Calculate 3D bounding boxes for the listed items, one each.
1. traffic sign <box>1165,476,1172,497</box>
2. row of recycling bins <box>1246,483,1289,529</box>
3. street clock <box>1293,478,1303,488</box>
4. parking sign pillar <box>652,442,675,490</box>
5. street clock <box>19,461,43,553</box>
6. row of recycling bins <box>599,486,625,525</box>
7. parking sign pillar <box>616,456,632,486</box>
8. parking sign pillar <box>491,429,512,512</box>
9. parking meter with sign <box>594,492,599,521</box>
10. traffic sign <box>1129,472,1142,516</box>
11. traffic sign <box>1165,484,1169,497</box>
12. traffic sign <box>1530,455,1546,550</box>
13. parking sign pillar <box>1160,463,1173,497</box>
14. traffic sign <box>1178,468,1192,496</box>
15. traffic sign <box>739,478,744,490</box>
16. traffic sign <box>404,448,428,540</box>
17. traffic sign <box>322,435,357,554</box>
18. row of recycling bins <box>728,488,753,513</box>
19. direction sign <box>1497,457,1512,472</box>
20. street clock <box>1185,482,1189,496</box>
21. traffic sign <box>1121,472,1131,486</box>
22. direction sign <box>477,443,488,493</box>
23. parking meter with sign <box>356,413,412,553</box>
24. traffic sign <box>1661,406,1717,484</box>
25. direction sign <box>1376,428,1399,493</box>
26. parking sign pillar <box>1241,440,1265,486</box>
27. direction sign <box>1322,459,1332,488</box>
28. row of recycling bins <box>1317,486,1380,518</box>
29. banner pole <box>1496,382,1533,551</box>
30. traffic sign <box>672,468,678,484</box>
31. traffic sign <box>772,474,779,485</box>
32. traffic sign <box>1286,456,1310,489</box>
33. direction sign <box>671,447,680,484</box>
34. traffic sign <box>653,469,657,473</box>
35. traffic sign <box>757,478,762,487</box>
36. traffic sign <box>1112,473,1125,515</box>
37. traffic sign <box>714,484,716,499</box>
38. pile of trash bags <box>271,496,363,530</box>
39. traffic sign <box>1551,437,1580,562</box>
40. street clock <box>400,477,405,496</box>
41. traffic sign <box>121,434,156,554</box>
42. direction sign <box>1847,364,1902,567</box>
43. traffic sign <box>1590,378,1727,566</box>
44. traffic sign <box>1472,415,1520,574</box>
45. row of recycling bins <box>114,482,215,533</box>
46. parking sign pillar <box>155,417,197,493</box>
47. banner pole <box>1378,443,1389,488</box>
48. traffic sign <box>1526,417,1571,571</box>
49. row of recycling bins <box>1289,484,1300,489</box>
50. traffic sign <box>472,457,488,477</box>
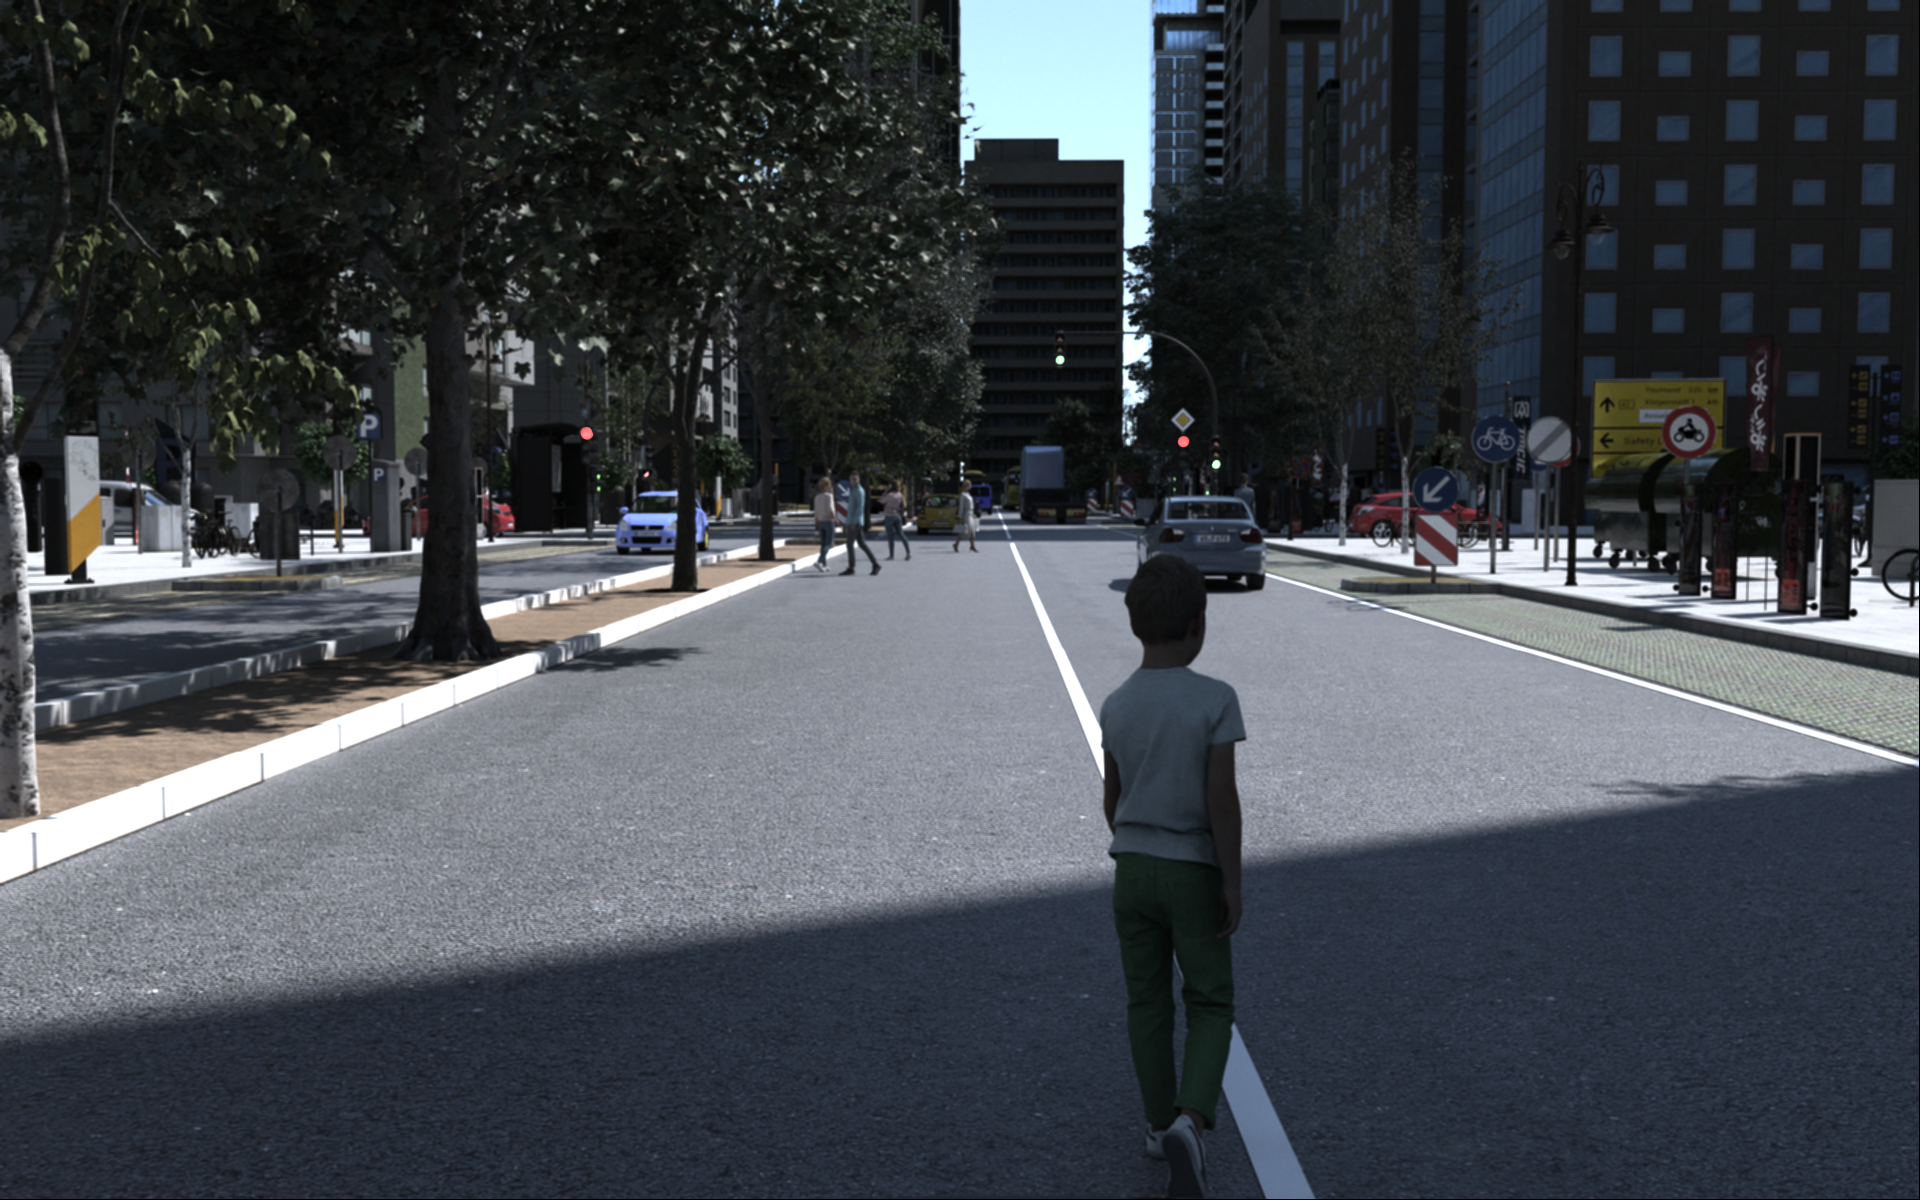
[{"bbox_3d":[12.973,-6.529,106.854,0.768,2.556,0.104,0,4,1],"label":"traffic sign"},{"bbox_3d":[11.481,-3.531,64.852,1.069,1.692,3.534,0,4,4],"label":"row of recycling bins"},{"bbox_3d":[14.938,-4.424,76.894,0.471,2.002,0.358,2,4,33],"label":"street clock"},{"bbox_3d":[-15.338,-6.161,89.204,1.447,3.967,1.447,1,4,15],"label":"parking sign pillar"},{"bbox_3d":[-20.390,-2.049,38.067,0.471,2.002,0.358,-2,4,-27],"label":"street clock"},{"bbox_3d":[-14.679,-4.048,73.294,1.069,1.692,3.534,-1,4,-15],"label":"row of recycling bins"},{"bbox_3d":[-22.558,-7.834,116.563,1.447,3.967,1.447,2,4,27],"label":"parking sign pillar"},{"bbox_3d":[-18.752,-5.033,70.760,1.447,3.967,1.447,-2,4,-35],"label":"parking sign pillar"},{"bbox_3d":[-17.564,-5.256,82.195,0.543,3.016,1.738,3,5,44],"label":"parking meter with sign"},{"bbox_3d":[10.165,-6.112,100.036,0.768,2.556,0.104,1,4,11],"label":"traffic sign"},{"bbox_3d":[13.687,-6.950,113.643,0.884,2.594,0.081,0,4,4],"label":"traffic sign"},{"bbox_3d":[13.176,-2.411,39.525,0.768,2.556,0.104,0,4,2],"label":"traffic sign"},{"bbox_3d":[14.676,-8.122,121.264,1.447,3.967,1.447,3,5,43],"label":"parking sign pillar"},{"bbox_3d":[10.880,-5.140,84.143,0.768,2.556,0.104,1,4,8],"label":"traffic sign"},{"bbox_3d":[-14.224,-6.709,111.829,0.606,2.300,0.079,0,4,5],"label":"traffic sign"},{"bbox_3d":[-14.991,-2.923,47.892,0.768,2.556,0.104,0,4,4],"label":"traffic sign"},{"bbox_3d":[-13.364,-2.275,37.296,0.768,2.556,0.104,0,4,6],"label":"traffic sign"},{"bbox_3d":[-14.620,-6.656,115.931,1.069,1.692,3.534,1,4,11],"label":"row of recycling bins"},{"bbox_3d":[19.553,-4.294,62.199,0.876,3.537,0.379,-1,4,-17],"label":"direction sign"},{"bbox_3d":[11.102,-4.916,84.954,0.471,2.002,0.358,2,4,34],"label":"street clock"},{"bbox_3d":[9.868,-6.230,101.969,0.768,2.556,0.104,1,4,10],"label":"traffic sign"},{"bbox_3d":[-21.276,-5.227,77.452,0.876,3.537,0.379,2,4,33],"label":"direction sign"},{"bbox_3d":[-12.674,-2.570,38.280,0.543,3.016,1.738,0,4,5],"label":"parking meter with sign"},{"bbox_3d":[10.504,-1.525,25.043,0.768,2.556,0.104,0,4,5],"label":"traffic sign"},{"bbox_3d":[14.652,-4.126,59.449,0.379,3.537,0.876,-3,5,-44],"label":"direction sign"},{"bbox_3d":[13.884,-5.740,82.319,1.447,3.967,1.447,-3,4,-36],"label":"parking sign pillar"},{"bbox_3d":[23.923,-7.420,113.310,0.876,3.537,0.379,-1,4,-21],"label":"direction sign"},{"bbox_3d":[20.352,-5.148,91.281,3.534,1.692,1.069,2,4,27],"label":"row of recycling bins"},{"bbox_3d":[12.437,-2.986,38.830,0.863,3.779,0.401,-1,4,-14],"label":"banner pole"},{"bbox_3d":[-13.719,-5.159,84.450,0.768,2.556,0.104,1,4,10],"label":"traffic sign"},{"bbox_3d":[-11.895,-6.723,110.020,0.768,2.556,0.104,0,4,3],"label":"traffic sign"},{"bbox_3d":[11.132,-3.488,57.134,0.768,2.556,0.104,0,4,4],"label":"traffic sign"},{"bbox_3d":[-13.563,-5.602,83.590,0.876,3.537,0.379,-3,5,-41],"label":"direction sign"},{"bbox_3d":[-14.818,-5.046,82.613,0.768,2.556,0.104,0,4,6],"label":"traffic sign"},{"bbox_3d":[-14.242,-7.642,124.943,0.884,2.594,0.081,0,4,2],"label":"traffic sign"},{"bbox_3d":[9.966,-6.632,108.432,0.884,2.594,0.081,1,4,9],"label":"traffic sign"},{"bbox_3d":[-15.423,-6.672,109.192,0.768,2.556,0.104,0,4,4],"label":"traffic sign"},{"bbox_3d":[-23.181,-3.191,61.926,1.912,1.369,3.447,2,4,30],"label":"pile of trash bags"},{"bbox_3d":[11.262,-1.991,32.655,0.768,2.556,0.104,0,4,7],"label":"traffic sign"},{"bbox_3d":[-23.844,-4.219,73.543,0.358,2.002,0.471,3,5,43],"label":"street clock"},{"bbox_3d":[-17.541,-2.256,36.987,0.768,2.556,0.104,0,4,4],"label":"traffic sign"},{"bbox_3d":[16.004,-2.347,30.375,0.876,3.537,0.379,0,4,6],"label":"direction sign"},{"bbox_3d":[12.279,-2.242,30.537,2.265,3.308,0.079,1,4,9],"label":"traffic sign"},{"bbox_3d":[8.613,-1.701,27.920,0.768,2.556,0.104,0,4,5],"label":"traffic sign"},{"bbox_3d":[-26.928,-3.120,58.128,3.534,1.692,1.069,-2,4,-31],"label":"row of recycling bins"},{"bbox_3d":[-27.346,-4.401,60.425,1.447,3.967,1.447,-1,4,-16],"label":"parking sign pillar"},{"bbox_3d":[20.592,-5.759,84.178,0.863,3.779,0.401,-2,4,-31],"label":"banner pole"},{"bbox_3d":[9.725,-1.746,28.651,0.768,2.556,0.104,0,4,6],"label":"traffic sign"},{"bbox_3d":[12.902,-3.979,72.174,3.534,1.692,1.069,-3,4,-38],"label":"row of recycling bins"},{"bbox_3d":[-16.539,-3.620,59.291,0.768,2.556,0.104,0,4,5],"label":"traffic sign"}]
